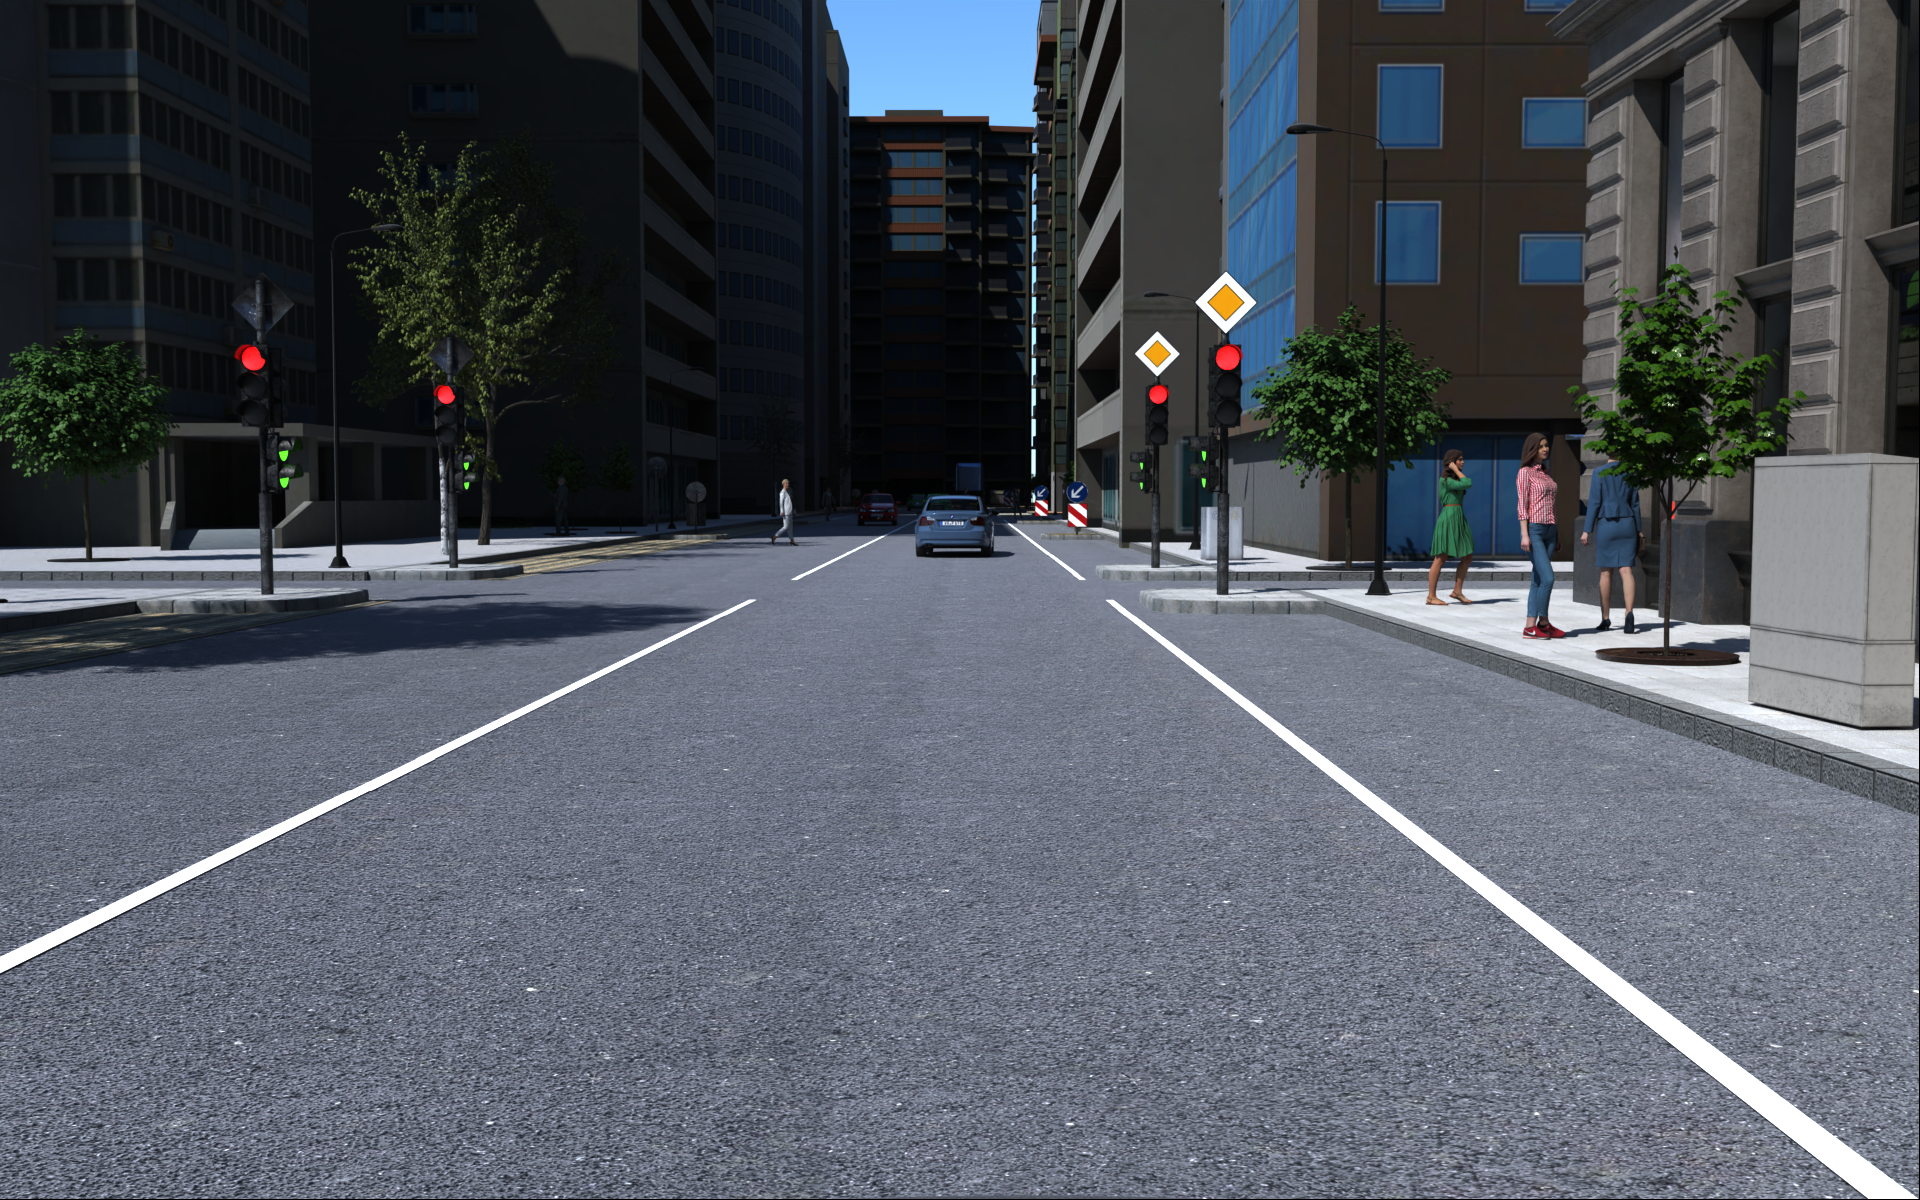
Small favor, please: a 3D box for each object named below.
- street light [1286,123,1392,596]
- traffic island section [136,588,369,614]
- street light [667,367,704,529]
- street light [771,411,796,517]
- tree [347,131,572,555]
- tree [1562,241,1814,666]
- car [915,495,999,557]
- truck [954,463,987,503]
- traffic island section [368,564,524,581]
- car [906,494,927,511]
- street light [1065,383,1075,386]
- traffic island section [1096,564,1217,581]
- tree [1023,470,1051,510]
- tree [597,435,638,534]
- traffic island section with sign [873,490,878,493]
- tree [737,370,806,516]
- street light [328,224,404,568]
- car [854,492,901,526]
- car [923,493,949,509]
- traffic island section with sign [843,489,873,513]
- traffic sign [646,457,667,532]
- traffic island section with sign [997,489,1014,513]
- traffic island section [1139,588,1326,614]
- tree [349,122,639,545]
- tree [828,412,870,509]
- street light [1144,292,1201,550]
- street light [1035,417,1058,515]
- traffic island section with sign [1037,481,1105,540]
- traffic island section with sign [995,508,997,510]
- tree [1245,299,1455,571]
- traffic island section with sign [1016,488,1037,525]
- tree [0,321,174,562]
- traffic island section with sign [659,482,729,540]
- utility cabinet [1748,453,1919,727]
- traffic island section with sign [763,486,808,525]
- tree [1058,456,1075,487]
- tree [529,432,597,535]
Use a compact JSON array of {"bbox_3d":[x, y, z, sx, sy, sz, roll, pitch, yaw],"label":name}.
[{"bbox_3d":[4.789,-3.018,21.883,1.470,5.913,1.316,0,4,0],"label":"street light"},{"bbox_3d":[-8.873,0.008,22.149,2.009,0.180,2.903,0,4,0],"label":"traffic island section"},{"bbox_3d":[-10.067,-5.567,63.561,1.470,5.913,1.316,0,4,0],"label":"street light"},{"bbox_3d":[-9.886,-7.608,96.937,1.470,5.913,1.316,0,4,0],"label":"street light"},{"bbox_3d":[-10.572,-5.241,36.053,4.737,8.622,4.395,0,3,0],"label":"tree"},{"bbox_3d":[5.345,-1.142,13.272,1.663,3.219,1.824,0,3,0],"label":"tree"},{"bbox_3d":[-0.093,-1.765,40.864,2.014,1.417,4.499,0,4,2],"label":"car"},{"bbox_3d":[0.638,-9.440,144.097,2.967,4.110,18.799,0,4,2],"label":"truck"},{"bbox_3d":[-8.826,-0.480,30.134,2.009,0.180,2.903,0,4,0],"label":"traffic island section"},{"bbox_3d":[-3.583,-8.496,147.702,1.959,1.807,4.718,0,4,0],"label":"car"},{"bbox_3d":[5.098,-6.117,72.554,1.470,5.913,1.316,0,4,0],"label":"street light"},{"bbox_3d":[3.415,-0.476,30.058,2.009,0.180,2.903,0,4,0],"label":"traffic island section"},{"bbox_3d":[6.452,-8.996,141.689,1.663,3.219,1.824,0,3,0],"label":"tree"},{"bbox_3d":[-11.081,-3.795,56.656,1.663,3.219,1.824,0,3,0],"label":"tree"},{"bbox_3d":[-7.740,-9.201,159.059,1.989,1.847,2.006,0,4,0],"label":"traffic island section with sign"},{"bbox_3d":[-10.961,-9.299,102.403,4.360,8.622,3.978,0,3,0],"label":"tree"},{"bbox_3d":[-10.267,-3.513,29.983,1.470,5.913,1.316,0,4,0],"label":"street light"},{"bbox_3d":[-3.789,-4.332,79.864,2.155,1.783,4.494,0,4,-1],"label":"car"},{"bbox_3d":[-1.235,-5.682,101.692,1.959,1.807,4.718,0,4,1],"label":"car"},{"bbox_3d":[-7.897,-7.552,132.104,1.989,1.847,2.006,0,4,0],"label":"traffic island section with sign"},{"bbox_3d":[-10.343,-3.603,59.014,0.768,2.556,0.104,1,4,9],"label":"traffic sign"},{"bbox_3d":[4.014,-7.565,132.312,1.989,1.847,2.006,0,4,0],"label":"traffic island section with sign"},{"bbox_3d":[3.369,0.013,22.073,2.009,0.180,2.903,0,4,0],"label":"traffic island section"},{"bbox_3d":[-11.635,-6.655,43.220,7.601,10.594,8.767,0,4,2],"label":"tree"},{"bbox_3d":[-10.248,-12.325,151.871,4.360,8.622,3.978,0,3,0],"label":"tree"},{"bbox_3d":[4.914,-4.119,39.883,1.470,5.913,1.316,0,4,0],"label":"street light"},{"bbox_3d":[5.252,-8.106,105.081,1.470,5.913,1.316,0,4,0],"label":"street light"},{"bbox_3d":[3.575,-2.840,55.054,1.989,1.847,2.006,0,4,0],"label":"traffic island section with sign"},{"bbox_3d":[4.185,-9.213,159.266,1.989,1.847,2.006,0,4,0],"label":"traffic island section with sign"},{"bbox_3d":[6.604,-2.800,29.495,4.285,4.588,4.351,0,3,0],"label":"tree"},{"bbox_3d":[3.718,-4.493,82.096,1.989,1.847,2.006,0,4,0],"label":"traffic island section with sign"},{"bbox_3d":[-16.781,-3.026,33.187,4.285,4.588,4.351,0,3,0],"label":"tree"},{"bbox_3d":[-8.353,-2.820,54.735,1.989,1.847,2.006,0,4,0],"label":"traffic island section with sign"},{"bbox_3d":[4.996,-0.076,9.928,0.318,1.500,1.173,0,4,-4],"label":"utility cabinet"},{"bbox_3d":[-8.196,-4.475,81.800,1.989,1.847,2.006,0,4,0],"label":"traffic island section with sign"},{"bbox_3d":[5.763,-5.661,87.159,1.663,3.219,1.824,0,3,0],"label":"tree"},{"bbox_3d":[-12.522,-3.651,54.297,1.663,3.219,1.824,0,3,0],"label":"tree"}]
